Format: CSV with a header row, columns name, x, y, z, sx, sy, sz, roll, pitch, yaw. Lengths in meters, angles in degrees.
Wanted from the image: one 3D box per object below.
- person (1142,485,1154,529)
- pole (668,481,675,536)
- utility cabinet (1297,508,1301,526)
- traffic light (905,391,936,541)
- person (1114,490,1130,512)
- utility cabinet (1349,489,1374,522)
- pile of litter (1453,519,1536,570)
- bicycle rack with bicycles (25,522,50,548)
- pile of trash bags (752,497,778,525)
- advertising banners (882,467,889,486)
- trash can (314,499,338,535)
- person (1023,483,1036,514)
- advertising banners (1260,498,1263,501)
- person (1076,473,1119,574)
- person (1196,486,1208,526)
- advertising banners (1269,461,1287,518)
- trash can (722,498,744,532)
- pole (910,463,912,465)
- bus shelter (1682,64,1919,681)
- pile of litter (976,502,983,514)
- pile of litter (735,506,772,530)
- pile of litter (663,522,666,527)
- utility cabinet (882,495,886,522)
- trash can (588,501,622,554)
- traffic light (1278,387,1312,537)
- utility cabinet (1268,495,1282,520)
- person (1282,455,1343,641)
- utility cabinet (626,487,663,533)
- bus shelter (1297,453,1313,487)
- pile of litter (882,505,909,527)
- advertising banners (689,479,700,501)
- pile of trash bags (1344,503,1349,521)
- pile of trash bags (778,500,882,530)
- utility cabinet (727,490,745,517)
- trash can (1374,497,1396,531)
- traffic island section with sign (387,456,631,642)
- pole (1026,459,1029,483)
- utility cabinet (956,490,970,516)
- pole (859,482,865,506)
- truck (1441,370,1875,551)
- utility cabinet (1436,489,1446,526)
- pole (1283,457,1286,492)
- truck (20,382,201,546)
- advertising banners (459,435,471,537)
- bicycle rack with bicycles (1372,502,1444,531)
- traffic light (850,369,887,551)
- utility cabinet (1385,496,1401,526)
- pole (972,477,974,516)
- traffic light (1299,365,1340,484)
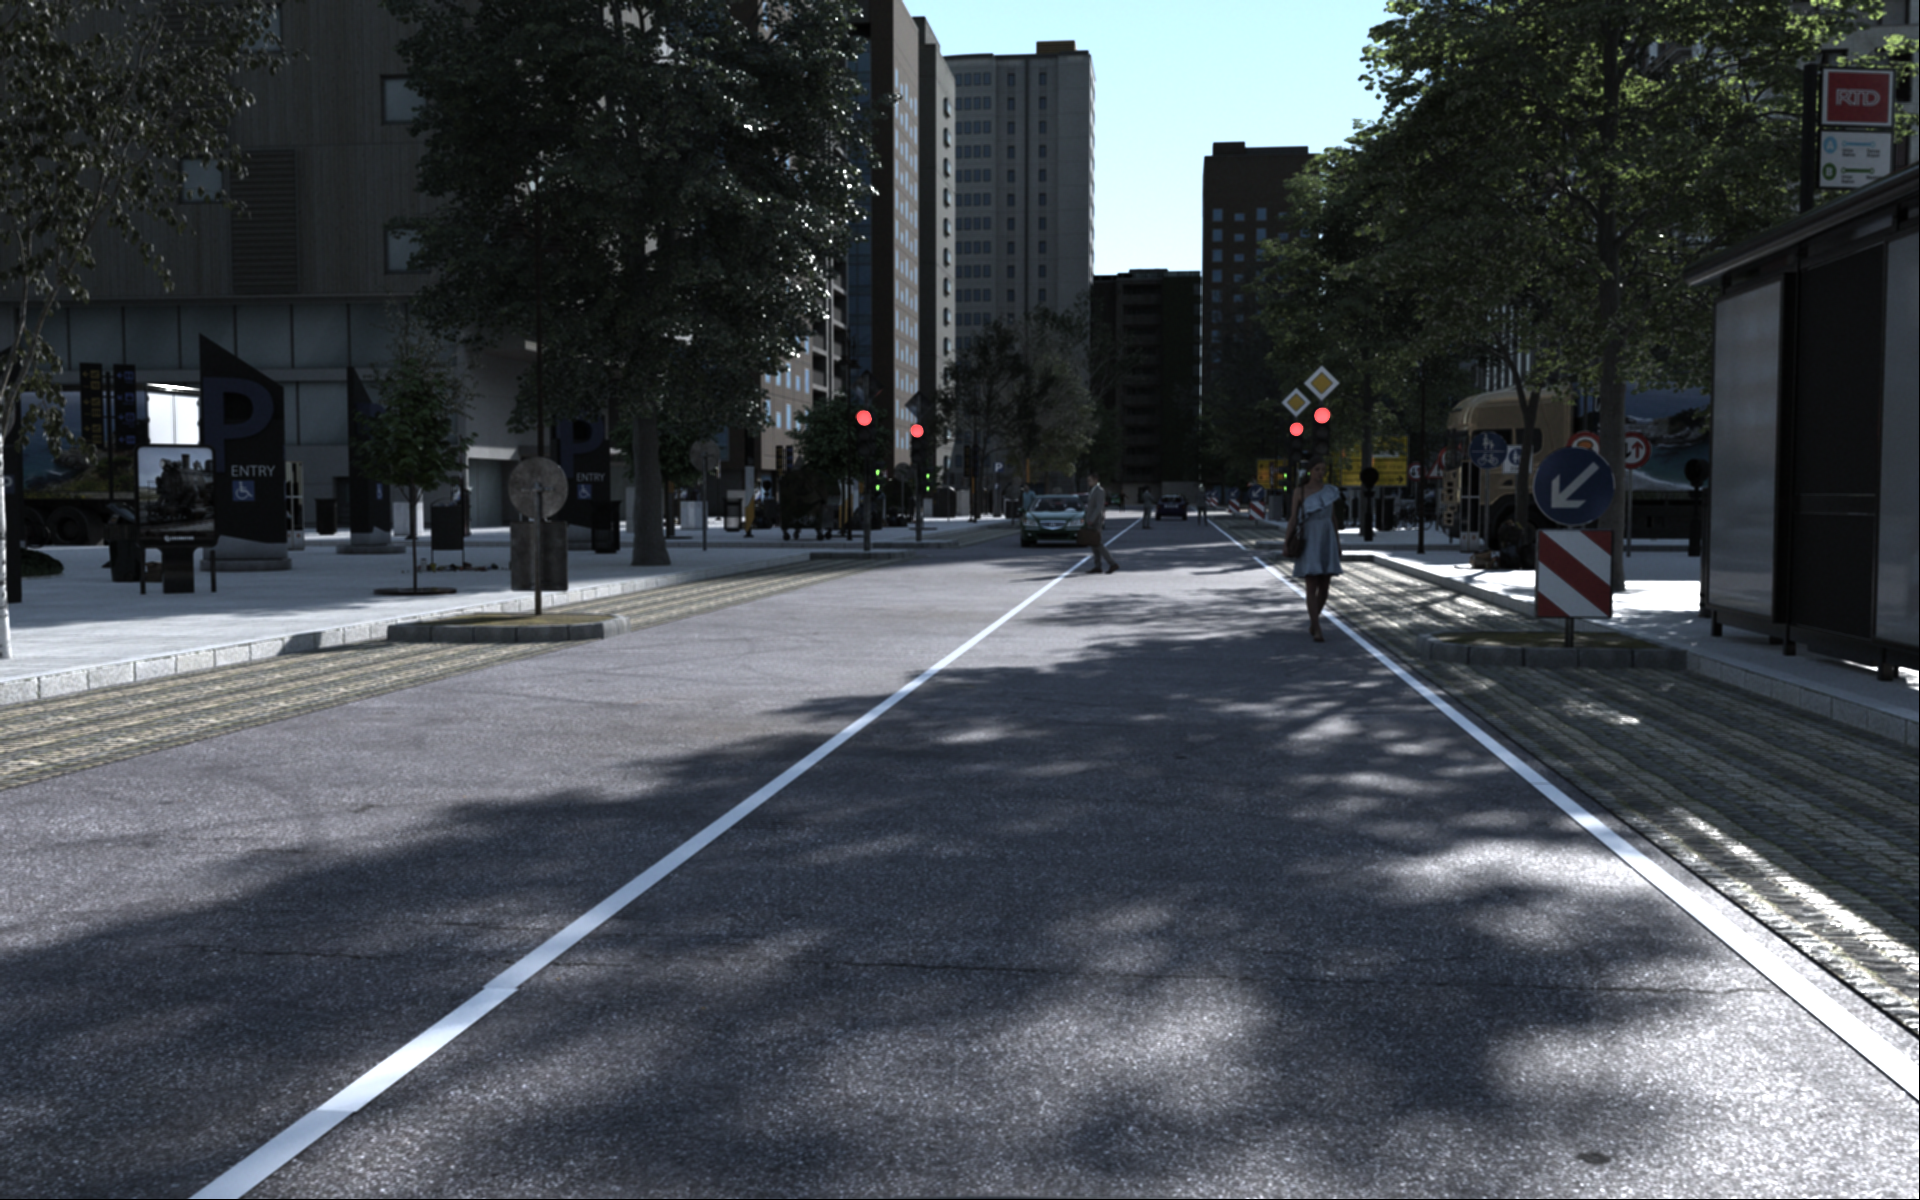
name,x,y,z,sx,sy,sz,roll,pitch,yaw
person,7.820,-3.860,71.794,0.466,1.800,0.511,-3,5,-44
pole,-8.809,-3.604,52.771,0.158,3.312,0.155,0,3,0
utility cabinet,13.628,-3.687,68.963,0.318,1.500,1.173,2,4,30
traffic light,-1.101,-3.549,46.947,0.839,4.253,0.868,0,4,7
person,12.890,-7.873,137.739,1.217,1.766,0.721,1,4,16
utility cabinet,18.380,-4.323,79.367,1.173,1.500,0.318,-2,4,-25
pile of litter,9.314,-0.969,29.815,1.719,0.858,1.176,0,4,4
bicycle rack with bicycles,-22.686,-1.604,39.611,2.925,0.926,2.852,-1,4,-16
pile of trash bags,-7.269,-3.866,72.969,1.912,1.369,3.447,2,4,27
advertising banners,-4.221,-7.181,113.591,2.074,3.025,0.090,-2,4,-26
trash can,-19.962,-2.625,54.569,0.748,1.137,0.748,0,3,0
person,2.466,-3.158,60.156,0.660,1.820,0.620,3,5,39
advertising banners,17.893,-6.518,102.753,0.090,3.025,2.074,2,4,28
person,2.444,-1.387,31.304,0.853,1.813,0.709,-1,4,-15
person,10.811,-4.209,77.495,0.537,1.800,0.526,3,4,37
advertising banners,17.012,-5.883,92.379,0.090,3.025,2.074,-1,4,-19
trash can,-7.776,-2.912,59.266,0.748,1.137,0.748,0,3,0
pole,-3.150,-7.276,112.798,0.158,3.312,0.155,0,3,0
bus shelter,7.404,-2.223,13.981,2.179,5.291,8.768,0,4,7
pile of litter,0.892,-6.049,112.871,1.176,0.858,1.719,0,4,-7
pile of litter,-7.594,-3.024,63.415,1.176,0.858,1.719,3,5,44
pile of litter,-12.245,-3.341,68.583,1.719,0.858,1.176,3,5,40
utility cabinet,-3.885,-4.114,78.418,1.020,1.237,0.306,-2,4,-26
trash can,-7.685,-1.584,37.546,0.748,1.137,0.748,0,3,0
traffic light,8.836,-3.475,45.734,0.839,4.253,0.868,0,4,7
utility cabinet,15.473,-4.523,85.116,0.306,1.237,1.020,2,4,33
person,3.469,-0.519,17.077,0.616,1.811,0.778,0,4,2
utility cabinet,-10.375,-2.954,56.979,1.173,1.500,0.318,0,4,-2
bus shelter,18.995,-7.043,92.784,2.179,5.291,8.768,0,4,7
pile of litter,-2.767,-3.269,67.412,1.719,0.858,1.176,-1,4,-19
advertising banners,-14.013,-5.833,91.560,0.090,3.025,2.074,-2,4,-24
pile of trash bags,18.305,-4.557,84.257,3.447,1.369,1.912,-2,4,-30
pile of trash bags,-4.464,-3.215,62.321,3.447,1.369,1.912,2,4,27
utility cabinet,-12.443,-5.406,97.067,1.173,1.500,0.318,0,4,6
trash can,14.736,-2.964,60.116,0.748,1.137,0.748,0,3,0
traffic island section with sign,-4.456,-0.549,17.597,1.989,1.847,2.006,0,4,7
pole,3.904,-6.474,99.688,0.158,3.312,0.155,0,3,0
utility cabinet,0.167,-5.610,100.402,0.318,1.500,1.173,2,4,26
pole,-3.752,-4.396,65.724,0.158,3.312,0.155,0,3,0
truck,16.493,-3.155,40.502,11.283,4.237,2.839,0,4,6
utility cabinet,19.772,-3.738,69.790,1.173,1.500,0.318,-2,4,-25
pole,17.695,-6.153,94.452,0.158,3.312,0.155,0,3,0
truck,-25.738,-3.453,45.371,11.283,4.237,2.839,0,4,8
advertising banners,-14.862,-3.411,51.956,0.090,3.025,2.074,0,4,-8
bicycle rack with bicycles,15.810,-2.978,62.080,2.852,0.926,2.925,-1,4,-21
traffic light,-2.085,-3.064,39.022,0.839,4.253,0.868,0,4,7
utility cabinet,17.403,-3.580,69.697,0.306,1.237,1.020,0,4,-6
pole,0.744,-6.578,101.389,0.158,3.312,0.155,0,3,0
traffic light,7.852,-2.990,37.809,0.839,4.253,0.868,0,4,7
